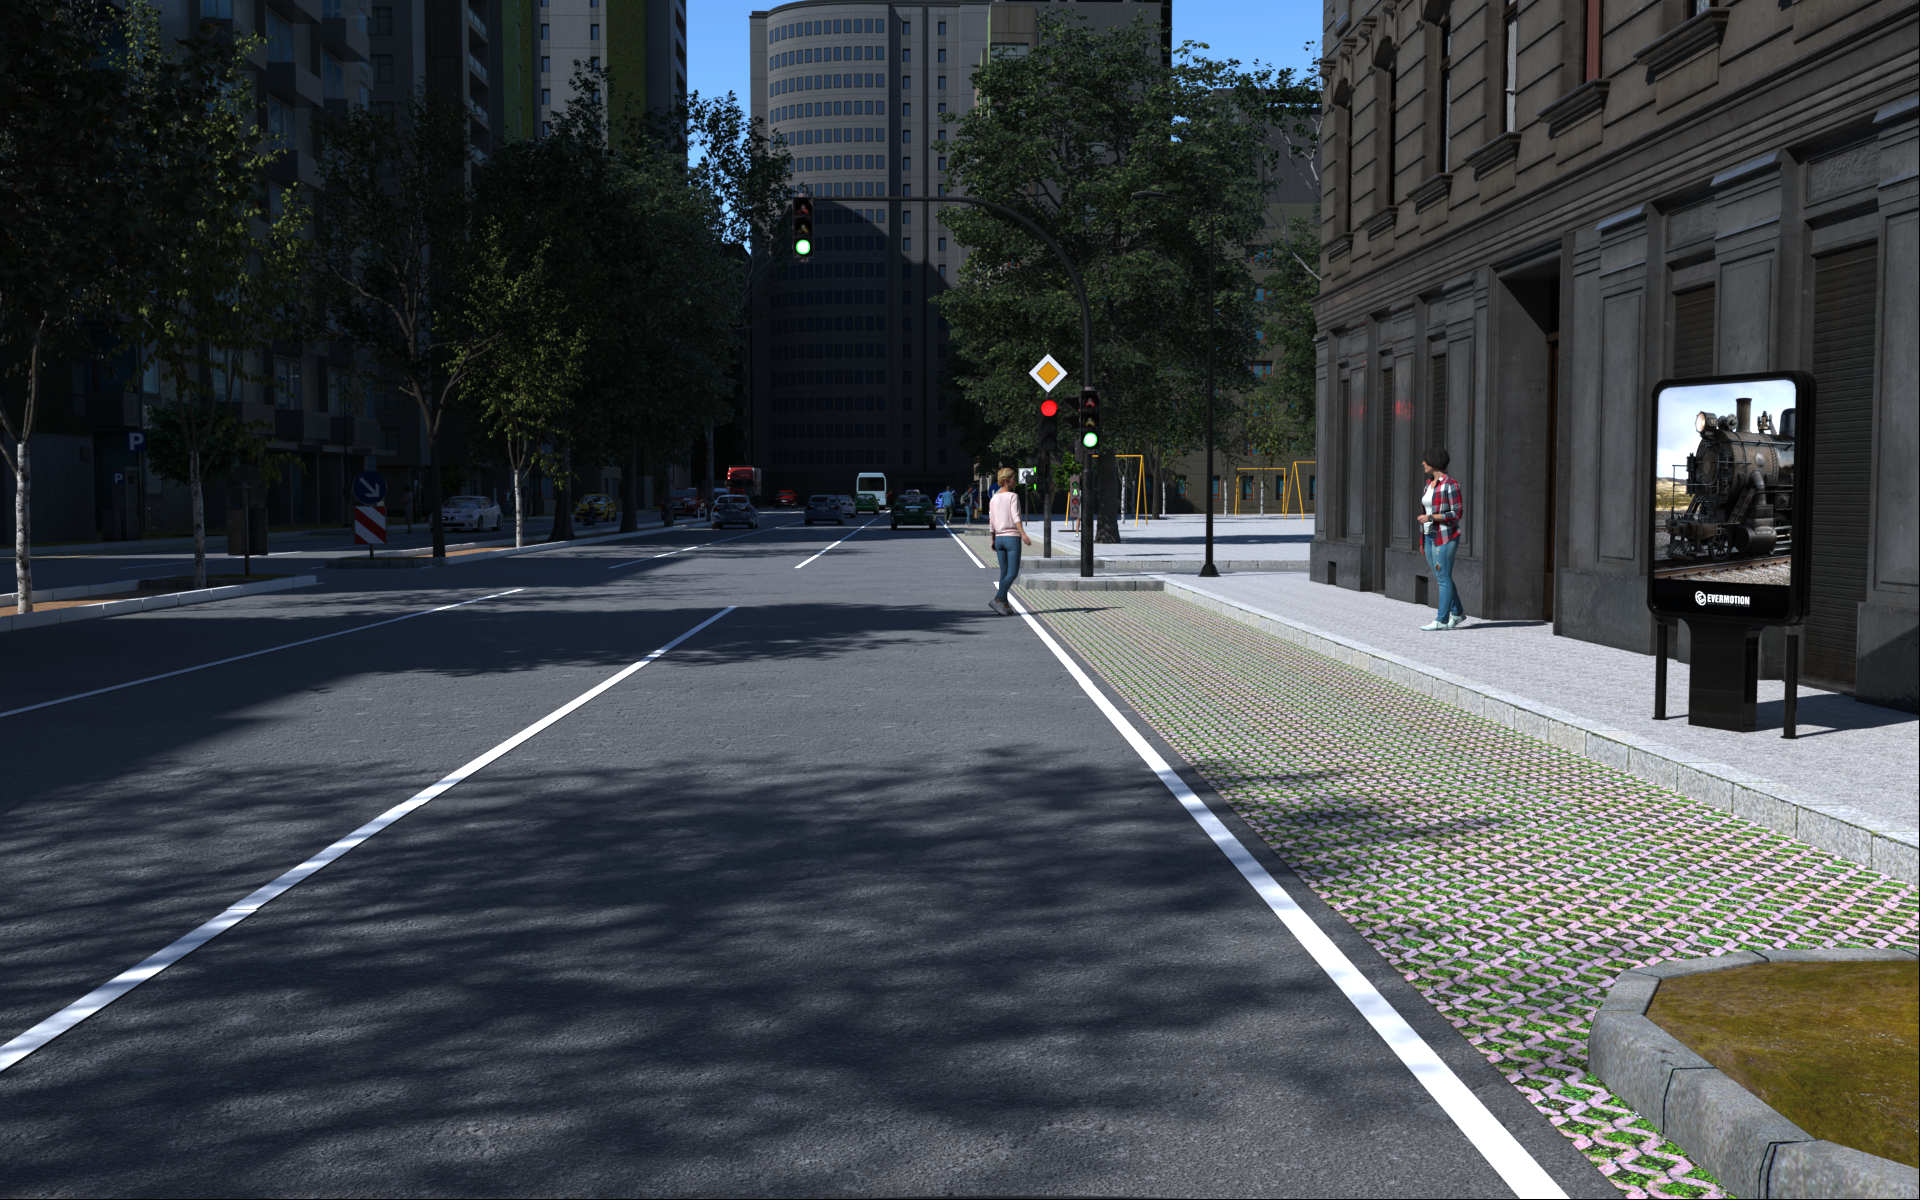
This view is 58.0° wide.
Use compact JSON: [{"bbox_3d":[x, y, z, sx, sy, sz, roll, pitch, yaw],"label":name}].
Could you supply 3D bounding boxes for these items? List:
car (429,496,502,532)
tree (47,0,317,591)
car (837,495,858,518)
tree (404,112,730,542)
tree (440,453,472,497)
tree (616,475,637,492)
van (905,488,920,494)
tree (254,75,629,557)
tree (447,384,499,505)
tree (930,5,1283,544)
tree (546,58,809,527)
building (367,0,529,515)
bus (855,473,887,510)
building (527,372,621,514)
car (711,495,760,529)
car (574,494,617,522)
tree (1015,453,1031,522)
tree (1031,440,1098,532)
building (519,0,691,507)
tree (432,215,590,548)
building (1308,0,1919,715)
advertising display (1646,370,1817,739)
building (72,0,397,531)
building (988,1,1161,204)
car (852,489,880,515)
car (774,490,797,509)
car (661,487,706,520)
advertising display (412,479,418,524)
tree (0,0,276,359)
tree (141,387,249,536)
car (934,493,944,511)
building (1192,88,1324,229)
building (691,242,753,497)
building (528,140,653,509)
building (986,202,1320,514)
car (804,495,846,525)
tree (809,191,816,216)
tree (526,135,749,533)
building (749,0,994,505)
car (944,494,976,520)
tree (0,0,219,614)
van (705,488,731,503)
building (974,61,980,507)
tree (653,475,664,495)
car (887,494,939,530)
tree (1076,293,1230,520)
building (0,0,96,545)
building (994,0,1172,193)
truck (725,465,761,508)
[{"bbox_3d":[-18.847,-3.290,66.151,2.083,1.381,4.827,0,4,-1],"label":"car"},{"bbox_3d":[-11.056,-4.404,24.823,4.737,8.622,4.395,0,3,0],"label":"tree"},{"bbox_3d":[-7.260,-5.662,104.933,2.083,1.381,4.827,0,4,-2],"label":"car"},{"bbox_3d":[-11.965,-8.101,51.921,9.611,12.733,9.660,0,3,0],"label":"tree"},{"bbox_3d":[-24.299,-5.388,82.692,1.663,3.219,1.824,0,3,0],"label":"tree"},{"bbox_3d":[-25.805,-8.631,135.725,1.663,3.219,1.824,0,3,0],"label":"tree"},{"bbox_3d":[-4.573,-9.768,166.725,2.013,2.044,4.112,0,4,-3],"label":"van"},{"bbox_3d":[-11.228,-6.150,37.428,8.767,10.594,7.601,0,4,-1],"label":"tree"},{"bbox_3d":[-24.945,-8.653,91.846,4.360,8.622,3.978,0,3,0],"label":"tree"},{"bbox_3d":[3.746,-8.434,44.554,9.857,13.997,8.962,0,3,0],"label":"tree"},{"bbox_3d":[-13.993,-13.319,76.116,12.611,20.169,13.585,0,3,0],"label":"tree"},{"bbox_3d":[-34.025,-25.532,101.041,14.154,41.232,14.086,0,4,-1],"label":"building"},{"bbox_3d":[-8.039,-9.916,156.984,2.948,3.499,13.247,0,4,-3],"label":"bus"},{"bbox_3d":[-40.597,-17.026,123.420,27.650,21.520,28.899,0,4,-1],"label":"building"},{"bbox_3d":[-9.317,-3.655,71.762,2.014,1.417,4.499,0,4,-3],"label":"car"},{"bbox_3d":[-18.935,-4.878,89.974,2.015,1.641,3.980,0,4,-3],"label":"car"},{"bbox_3d":[3.319,-5.284,80.997,1.663,3.219,1.824,0,3,0],"label":"tree"},{"bbox_3d":[3.736,-3.934,58.918,1.663,3.219,1.824,0,3,0],"label":"tree"},{"bbox_3d":[-41.769,-38.593,172.989,28.212,58.520,21.231,0,4,-1],"label":"building"},{"bbox_3d":[-11.466,-5.624,44.779,4.737,8.622,4.395,0,3,0],"label":"tree"},{"bbox_3d":[10.076,-10.216,16.189,9.793,20.994,18.267,0,4,-1],"label":"building"},{"bbox_3d":[4.172,-0.258,9.427,0.123,1.923,0.974,-2,4,-26],"label":"advertising display"},{"bbox_3d":[-37.838,-27.576,70.484,23.786,49.044,30.456,0,4,-1],"label":"building"},{"bbox_3d":[9.302,-28.422,148.301,14.154,41.232,14.086,0,4,-1],"label":"building"},{"bbox_3d":[-6.568,-6.830,120.469,1.959,1.807,4.718,0,3,0],"label":"car"},{"bbox_3d":[-17.427,-10.059,173.133,2.281,1.827,5.304,0,4,-1],"label":"car"},{"bbox_3d":[-15.282,-5.345,96.071,2.281,1.827,5.304,0,4,-1],"label":"car"},{"bbox_3d":[-23.389,-4.229,74.354,0.123,1.923,0.974,-1,4,-10],"label":"advertising display"},{"bbox_3d":[-10.822,-5.720,12.988,9.611,12.733,9.660,0,3,0],"label":"tree"},{"bbox_3d":[-23.412,-4.238,52.998,4.285,4.588,4.351,0,3,0],"label":"tree"},{"bbox_3d":[-1.242,-8.442,147.621,1.945,1.707,3.694,0,4,-2],"label":"car"},{"bbox_3d":[31.534,-30.247,178.126,14.086,41.232,14.154,0,4,-1],"label":"building"},{"bbox_3d":[-31.287,-26.243,200.771,14.107,30.474,14.160,0,4,-1],"label":"building"},{"bbox_3d":[-33.888,-22.819,144.784,14.160,30.474,14.107,0,4,-1],"label":"building"},{"bbox_3d":[16.345,-17.274,127.472,27.650,21.520,28.899,0,4,-1],"label":"building"},{"bbox_3d":[-6.333,-4.222,81.034,2.014,1.417,4.499,0,4,-2],"label":"car"},{"bbox_3d":[-14.002,-14.095,88.807,12.611,20.169,13.585,0,3,0],"label":"tree"},{"bbox_3d":[-12.039,-9.384,62.543,9.857,13.997,8.962,0,3,0],"label":"tree"},{"bbox_3d":[-10.256,-40.571,205.329,28.212,58.520,21.231,0,4,-1],"label":"building"},{"bbox_3d":[0.017,-5.295,96.356,2.009,1.686,4.222,0,4,-1],"label":"car"},{"bbox_3d":[-10.923,-4.120,20.185,4.360,8.622,3.978,0,3,0],"label":"tree"},{"bbox_3d":[-15.712,-6.468,112.762,2.013,2.044,4.112,0,4,-3],"label":"van"},{"bbox_3d":[8.591,-32.225,176.993,14.600,45.320,14.200,0,4,-1],"label":"building"},{"bbox_3d":[-27.142,-9.917,156.737,1.663,3.219,1.824,0,3,0],"label":"tree"},{"bbox_3d":[-1.892,-3.574,70.227,2.131,1.459,4.920,0,4,-2],"label":"car"},{"bbox_3d":[9.621,-9.801,85.994,9.928,11.665,9.643,0,3,0],"label":"tree"},{"bbox_3d":[-31.171,-16.459,40.802,14.160,30.474,14.107,0,4,-1],"label":"building"},{"bbox_3d":[14.332,-46.823,203.803,20.611,71.187,20.563,0,4,-1],"label":"building"},{"bbox_3d":[-21.329,-11.141,171.065,2.839,4.237,11.283,0,4,-2],"label":"truck"}]
